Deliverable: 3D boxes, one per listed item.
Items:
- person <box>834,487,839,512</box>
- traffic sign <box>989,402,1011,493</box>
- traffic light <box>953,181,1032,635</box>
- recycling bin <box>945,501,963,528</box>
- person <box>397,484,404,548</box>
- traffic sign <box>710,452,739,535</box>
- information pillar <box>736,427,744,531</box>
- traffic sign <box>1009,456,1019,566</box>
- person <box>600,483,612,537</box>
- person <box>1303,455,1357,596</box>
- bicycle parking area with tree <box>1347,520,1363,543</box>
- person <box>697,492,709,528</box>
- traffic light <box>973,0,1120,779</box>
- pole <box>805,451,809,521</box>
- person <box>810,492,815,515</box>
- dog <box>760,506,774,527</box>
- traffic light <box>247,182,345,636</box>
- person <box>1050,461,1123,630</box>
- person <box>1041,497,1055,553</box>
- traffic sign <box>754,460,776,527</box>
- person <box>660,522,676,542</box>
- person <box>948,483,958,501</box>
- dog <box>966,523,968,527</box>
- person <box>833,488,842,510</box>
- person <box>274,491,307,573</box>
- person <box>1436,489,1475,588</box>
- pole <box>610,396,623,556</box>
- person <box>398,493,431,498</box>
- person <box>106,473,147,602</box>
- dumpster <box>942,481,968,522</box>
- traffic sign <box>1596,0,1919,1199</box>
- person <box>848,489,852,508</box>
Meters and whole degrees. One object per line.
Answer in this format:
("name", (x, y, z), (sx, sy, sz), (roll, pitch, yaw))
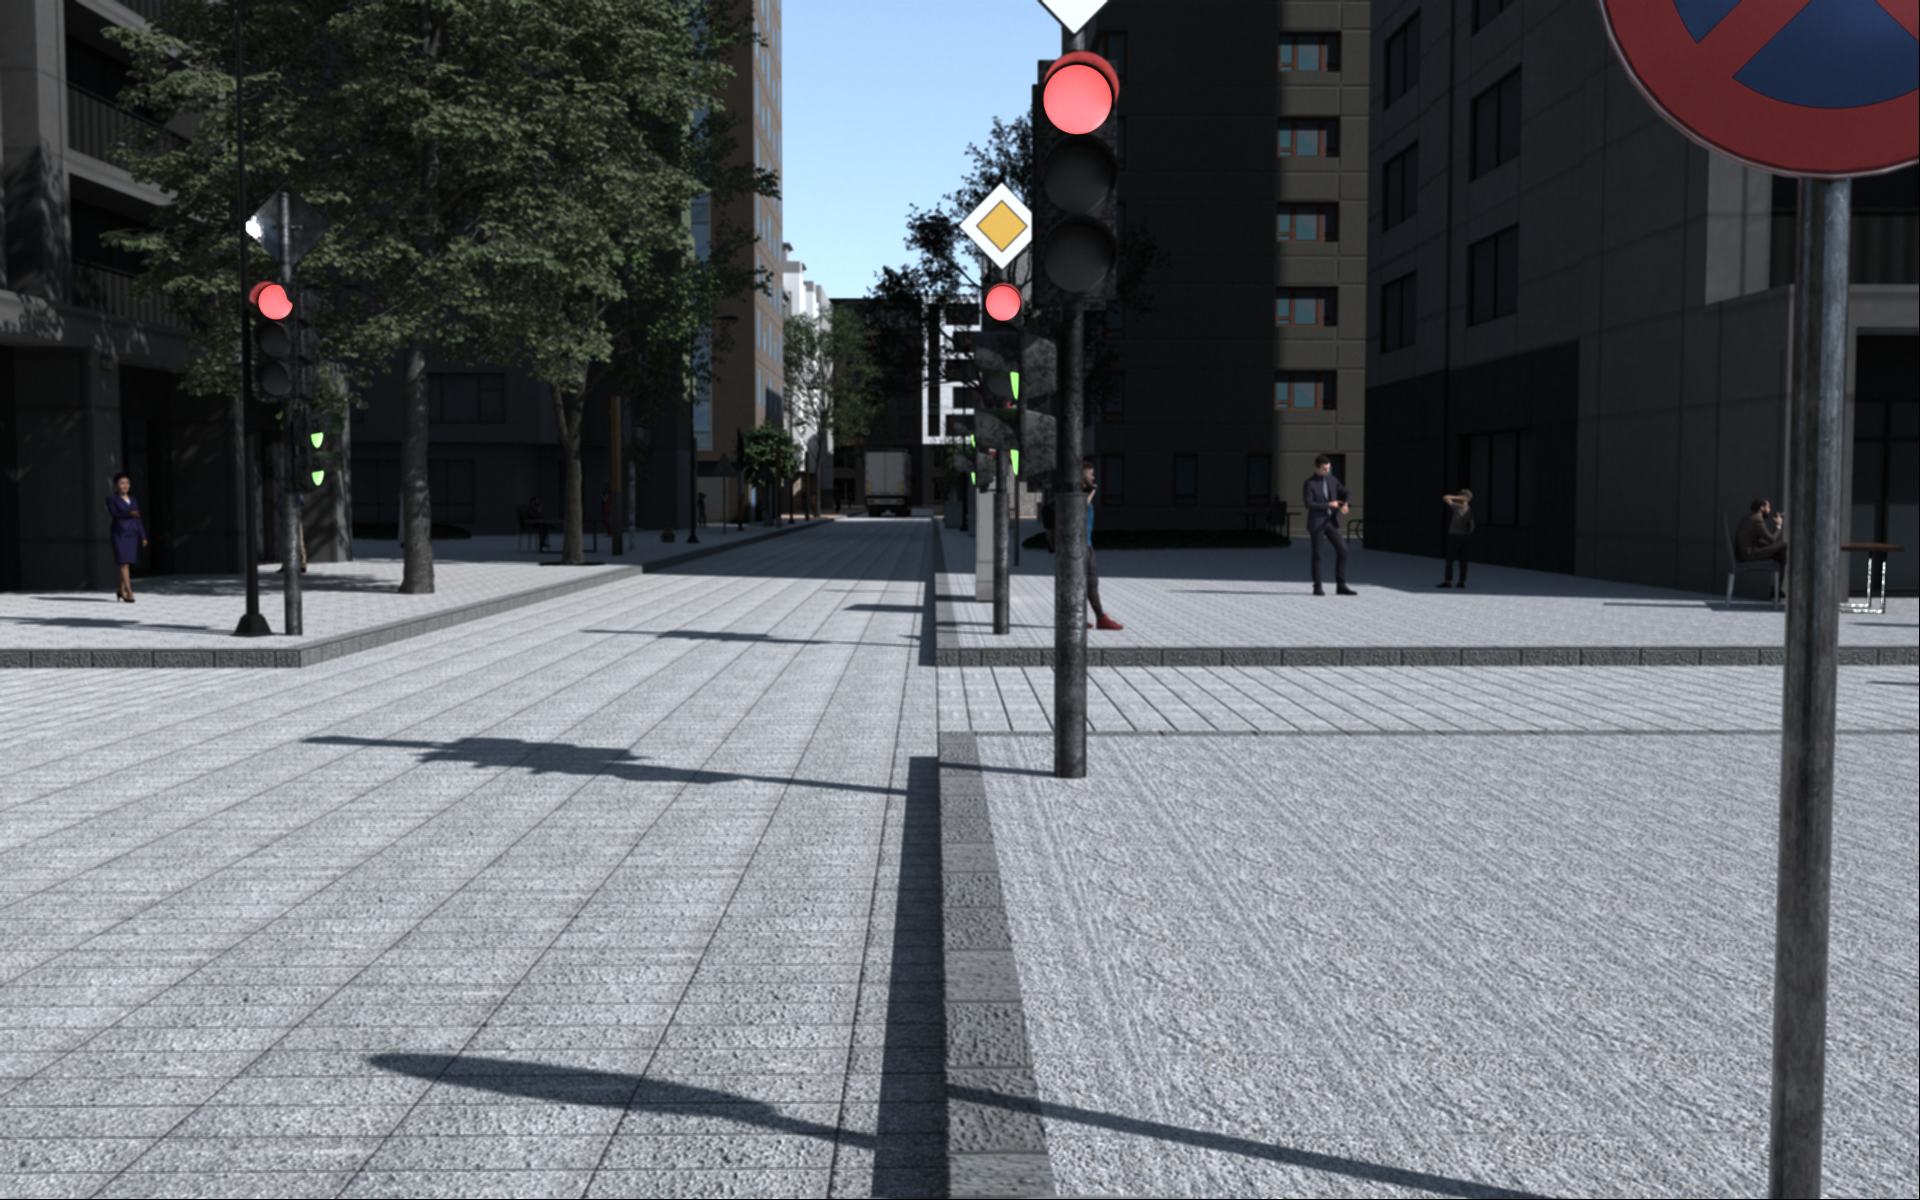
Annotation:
("person", (-8.720, -7.109, 122.410), (0.705, 1.807, 1.348), (-1, 4, -13))
("traffic sign", (0.654, -1.485, 24.289), (0.884, 2.594, 0.081), (0, 4, 3))
("traffic light", (0.359, -1.641, 15.748), (0.839, 4.253, 0.868), (0, 4, -1))
("recycling bin", (-0.182, -3.222, 65.226), (0.722, 1.027, 0.722), (0, 4, 7))
("person", (-13.156, -2.119, 41.365), (0.621, 1.740, 0.551), (-3, 5, -40))
("traffic sign", (-7.349, -3.304, 54.016), (0.884, 2.594, 0.081), (0, 4, 0))
("information pillar", (-7.699, -4.247, 60.788), (0.183, 3.616, 0.504), (-2, 4, -24))
("traffic sign", (1.012, -1.879, 30.823), (0.768, 2.556, 0.104), (0, 4, 8))
("person", (-10.608, -2.698, 51.853), (0.444, 1.614, 0.593), (2, 4, 25))
("person", (4.698, -0.940, 21.864), (0.683, 1.767, 0.568), (-1, 4, -23))
("bicycle parking area with tree", (14.617, -3.641, 46.528), (9.016, 4.147, 8.231), (3, 5, 43))
("person", (-9.773, -3.420, 65.867), (0.340, 1.345, 0.435), (1, 4, 13))
("traffic light", (0.483, -1.152, 7.764), (0.839, 4.253, 0.868), (0, 4, -1))
("pole", (-7.323, -5.449, 82.931), (0.158, 3.312, 0.155), (0, 3, 0))
("person", (-8.931, -5.857, 105.066), (0.557, 1.426, 1.065), (-1, 4, -13))
("dog", (-7.573, -3.295, 68.246), (0.513, 0.831, 0.800), (-1, 4, -18))
("traffic light", (-6.041, -1.634, 15.633), (0.839, 4.253, 0.868), (0, 4, -1))
("person", (1.196, -0.519, 16.402), (0.662, 1.594, 0.647), (-1, 4, -11))
("person", (2.112, -1.732, 37.591), (0.697, 1.427, 0.421), (1, 4, 14))
("traffic sign", (-7.495, -4.076, 66.653), (0.884, 2.594, 0.081), (0, 4, 7))
("person", (-7.738, -1.798, 45.914), (0.381, 0.543, 0.357), (1, 4, 19))
("person", (-0.305, -4.046, 72.862), (0.621, 1.740, 0.551), (-1, 4, -18))
("dog", (0.388, -3.029, 67.267), (0.748, 0.427, 0.550), (0, 4, 1))
("person", (-9.632, -7.943, 136.631), (0.721, 1.735, 1.217), (2, 4, 26))
("person", (-10.919, -1.234, 28.284), (0.516, 1.574, 0.319), (1, 4, 14))
("person", (6.788, -0.842, 23.721), (0.435, 1.345, 0.340), (-2, 4, -34))
("pole", (-7.154, -2.583, 36.075), (0.158, 3.312, 0.155), (0, 3, 0))
("person", (-13.951, -2.288, 44.170), (0.841, 1.734, 0.376), (0, 4, 3))
("person", (-9.805, -0.740, 20.513), (0.546, 1.535, 0.453), (1, 4, 11))
("dumpster", (-0.186, -4.521, 79.671), (1.264, 1.857, 1.865), (0, 4, -1))
("traffic sign", (1.410, -0.168, 2.853), (0.768, 2.556, 0.104), (1, 4, 8))
("person", (-10.132, -9.421, 160.753), (0.721, 1.739, 1.217), (-1, 4, -12))
